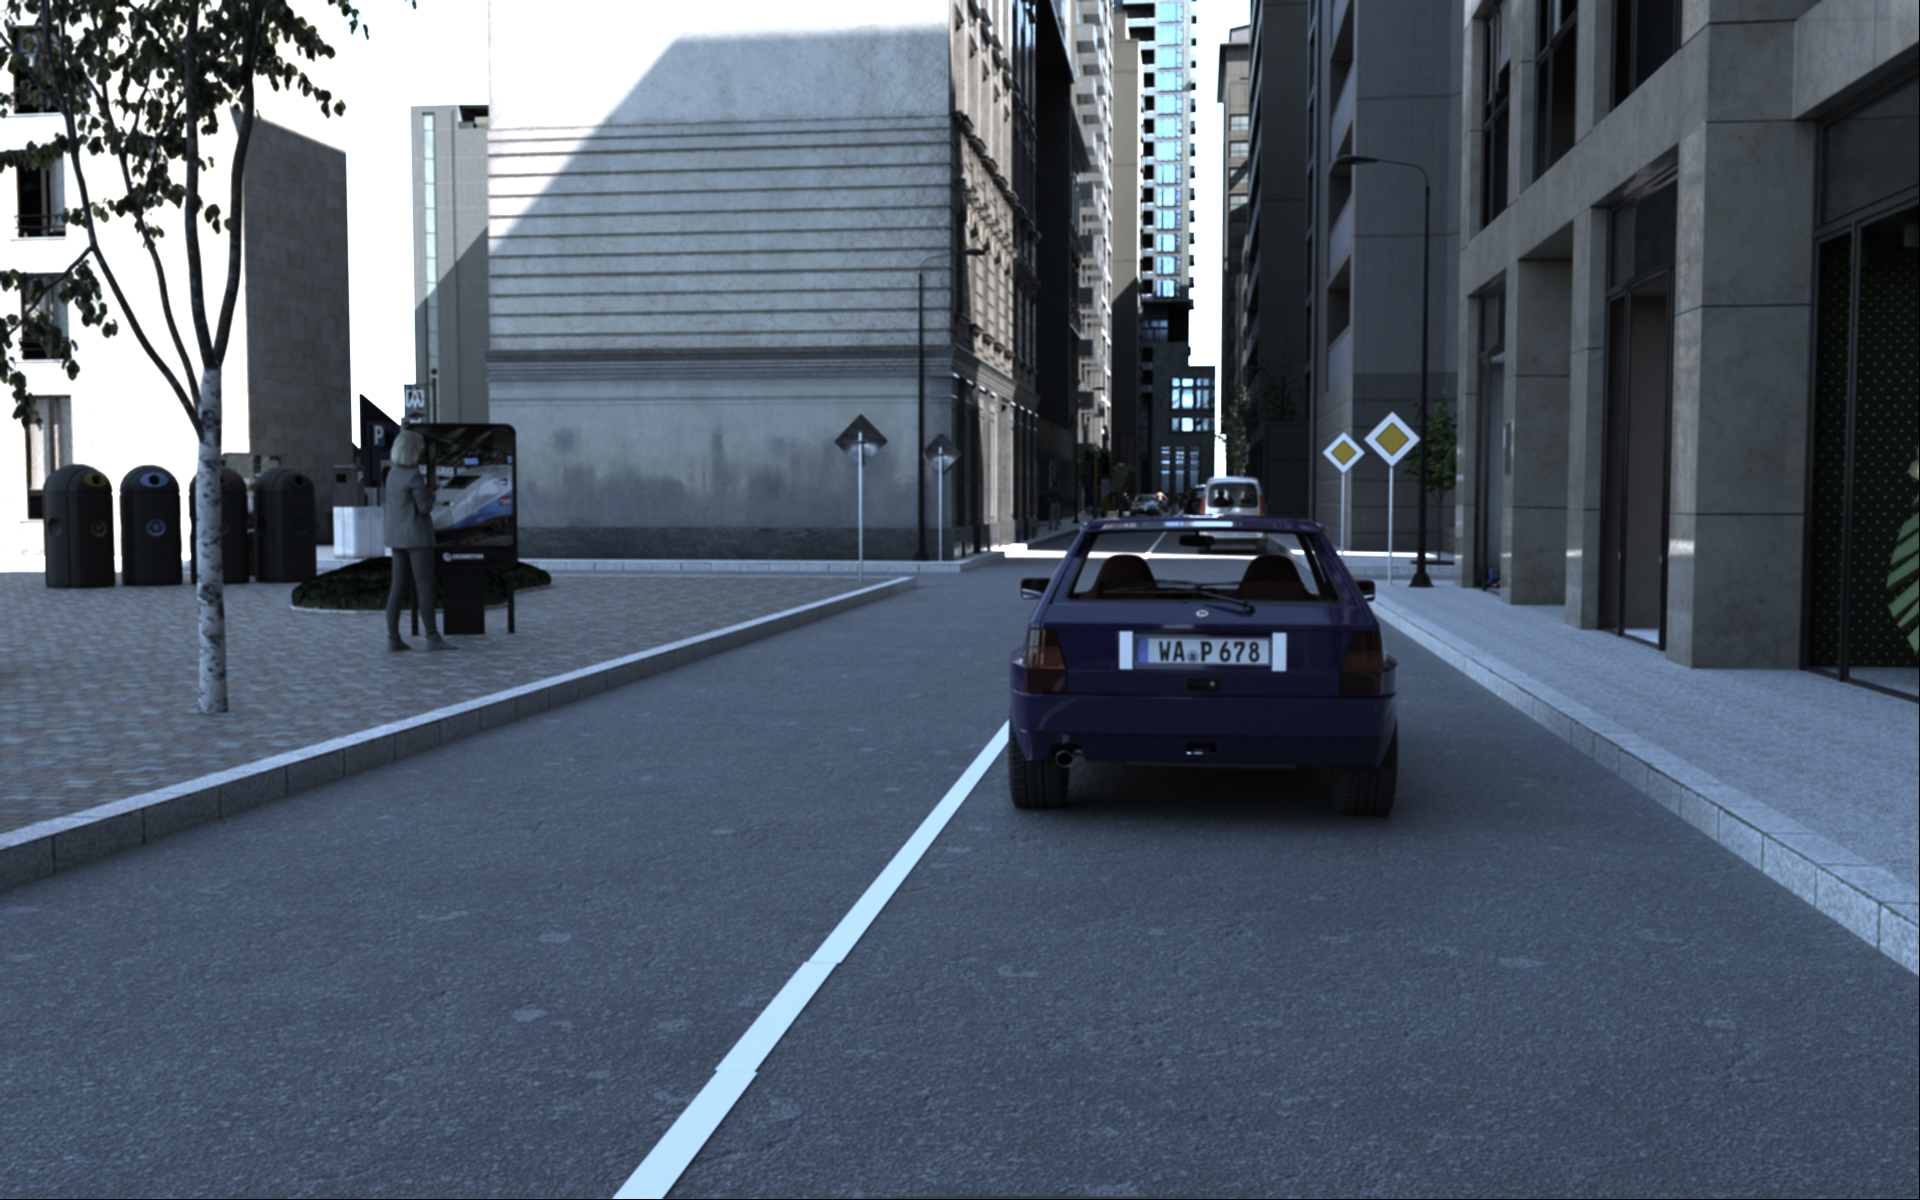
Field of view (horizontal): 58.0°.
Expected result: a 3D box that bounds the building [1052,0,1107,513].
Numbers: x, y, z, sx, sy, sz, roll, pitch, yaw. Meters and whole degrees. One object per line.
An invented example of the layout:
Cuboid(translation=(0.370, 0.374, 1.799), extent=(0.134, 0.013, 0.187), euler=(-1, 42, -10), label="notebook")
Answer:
Cuboid(translation=(-1.026, -30.907, 124.933), extent=(23.786, 49.044, 30.456), euler=(0, 4, 8), label="building")

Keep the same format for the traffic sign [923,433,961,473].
Cuboid(translation=(-0.386, -1.897, 33.213), extent=(0.795, 2.593, 0.064), euler=(0, 4, 8), label="traffic sign")

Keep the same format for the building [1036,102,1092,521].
Cuboid(translation=(0.806, -16.049, 91.275), extent=(11.050, 23.489, 19.941), euler=(0, 4, 8), label="building")

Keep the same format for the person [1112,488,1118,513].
Cuboid(translation=(10.616, -6.768, 117.215), extent=(1.217, 1.766, 0.721), euler=(3, 4, 37), label="person")

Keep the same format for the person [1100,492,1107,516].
Cuboid(translation=(8.303, -5.737, 100.388), extent=(0.519, 1.759, 0.362), euler=(2, 4, 33), label="person")

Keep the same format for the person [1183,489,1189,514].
Cuboid(translation=(15.129, -6.442, 114.351), extent=(0.750, 1.759, 0.617), euler=(-2, 4, -25), label="person")

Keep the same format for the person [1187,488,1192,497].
Cuboid(translation=(11.635, -4.761, 86.938), extent=(0.643, 1.750, 0.593), euler=(2, 4, 24), label="person")

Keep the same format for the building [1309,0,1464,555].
Cuboid(translation=(23.217, -30.431, 39.549), extent=(28.212, 58.520, 21.231), euler=(0, 4, 8), label="building")

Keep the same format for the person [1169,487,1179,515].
Cuboid(translation=(10.203, -4.471, 82.156), extent=(0.519, 1.759, 0.362), euler=(3, 5, 44), label="person")

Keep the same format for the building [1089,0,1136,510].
Cuboid(translation=(4.910, -43.504, 149.549), extent=(20.563, 71.187, 20.611), euler=(0, 4, 8), label="building")

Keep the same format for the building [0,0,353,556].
Cuboid(translation=(-25.014, -11.402, 41.169), extent=(16.860, 20.320, 10.420), euler=(0, 4, 8), label="building")

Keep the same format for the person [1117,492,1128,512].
Cuboid(translation=(11.361, -6.890, 121.887), extent=(0.799, 1.438, 0.628), euler=(-1, 4, -19), label="person")

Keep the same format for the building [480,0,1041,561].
Cuboid(translation=(-3.557, -11.798, 42.053), extent=(9.793, 20.994, 18.267), euler=(0, 4, 8), label="building")

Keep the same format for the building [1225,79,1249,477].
Cuboid(translation=(33.831, -29.973, 173.647), extent=(14.154, 41.232, 14.086), euler=(0, 4, 8), label="building")

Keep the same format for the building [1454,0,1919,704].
Cuboid(translation=(14.190, -12.292, 5.495), extent=(19.350, 26.468, 34.151), euler=(0, 4, 8), label="building")

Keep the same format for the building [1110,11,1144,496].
Cuboid(translation=(7.371, -33.626, 173.479), extent=(21.600, 48.544, 21.300), euler=(0, 4, 8), label="building")

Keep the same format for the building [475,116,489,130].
Cuboid(translation=(-30.662, -29.431, 173.070), extent=(23.993, 40.220, 32.217), euler=(0, 4, 8), label="building")

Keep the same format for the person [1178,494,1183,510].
Cuboid(translation=(20.252, -9.026, 159.300), extent=(0.697, 1.427, 0.421), euler=(1, 4, 19), label="person")

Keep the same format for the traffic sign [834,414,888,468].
Cuboid(translation=(-1.462, -1.413, 25.300), extent=(0.795, 2.593, 0.064), euler=(0, 4, 8), label="traffic sign")

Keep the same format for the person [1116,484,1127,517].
Cuboid(translation=(6.217, -3.529, 66.383), extent=(0.526, 1.800, 0.537), euler=(2, 4, 34), label="person")

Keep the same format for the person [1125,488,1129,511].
Cuboid(translation=(12.140, -7.408, 127.681), extent=(0.721, 1.766, 1.217), euler=(1, 4, 9), label="person")

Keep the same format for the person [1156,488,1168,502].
Cuboid(translation=(13.833, -6.828, 120.154), extent=(1.348, 1.823, 0.705), euler=(-1, 4, -19), label="person")

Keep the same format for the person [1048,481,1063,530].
Cuboid(translation=(3.406, -3.383, 61.909), extent=(0.519, 1.759, 0.362), euler=(0, 4, -7), label="person")

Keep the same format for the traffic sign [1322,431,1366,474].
Cuboid(translation=(7.137, -1.834, 32.173), extent=(0.795, 2.593, 0.064), euler=(0, 4, 8), label="traffic sign")

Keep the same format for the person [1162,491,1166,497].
Cuboid(translation=(19.340, -9.508, 164.406), extent=(0.683, 1.767, 0.568), euler=(-3, 4, -37), label="person")

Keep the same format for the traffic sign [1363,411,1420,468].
Cuboid(translation=(6.061, -1.350, 24.260), extent=(0.795, 2.593, 0.064), euler=(0, 4, 8), label="traffic sign")

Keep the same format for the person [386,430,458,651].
Cuboid(translation=(-4.489, -0.492, 14.278), extent=(0.526, 1.800, 0.537), euler=(-3, 4, -38), label="person")

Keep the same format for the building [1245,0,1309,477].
Cuboid(translation=(25.959, -28.462, 89.060), extent=(21.300, 48.544, 21.600), euler=(0, 4, 8), label="building")

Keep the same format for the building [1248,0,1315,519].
Cuboid(translation=(20.992, -38.011, 59.724), extent=(20.563, 71.187, 20.611), euler=(0, 4, 8), label="building")

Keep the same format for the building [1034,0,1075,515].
Cuboid(translation=(-3.768, -15.122, 66.307), extent=(14.314, 24.678, 30.058), euler=(0, 4, 8), label="building")

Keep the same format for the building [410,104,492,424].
Cuboid(translation=(-48.697, -30.638, 184.531), extent=(14.086, 41.232, 14.154), euler=(0, 4, 8), label="building")

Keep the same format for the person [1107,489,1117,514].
Cuboid(translation=(9.630, -6.406, 111.307), extent=(1.217, 1.766, 0.721), euler=(1, 4, 10), label="person")
